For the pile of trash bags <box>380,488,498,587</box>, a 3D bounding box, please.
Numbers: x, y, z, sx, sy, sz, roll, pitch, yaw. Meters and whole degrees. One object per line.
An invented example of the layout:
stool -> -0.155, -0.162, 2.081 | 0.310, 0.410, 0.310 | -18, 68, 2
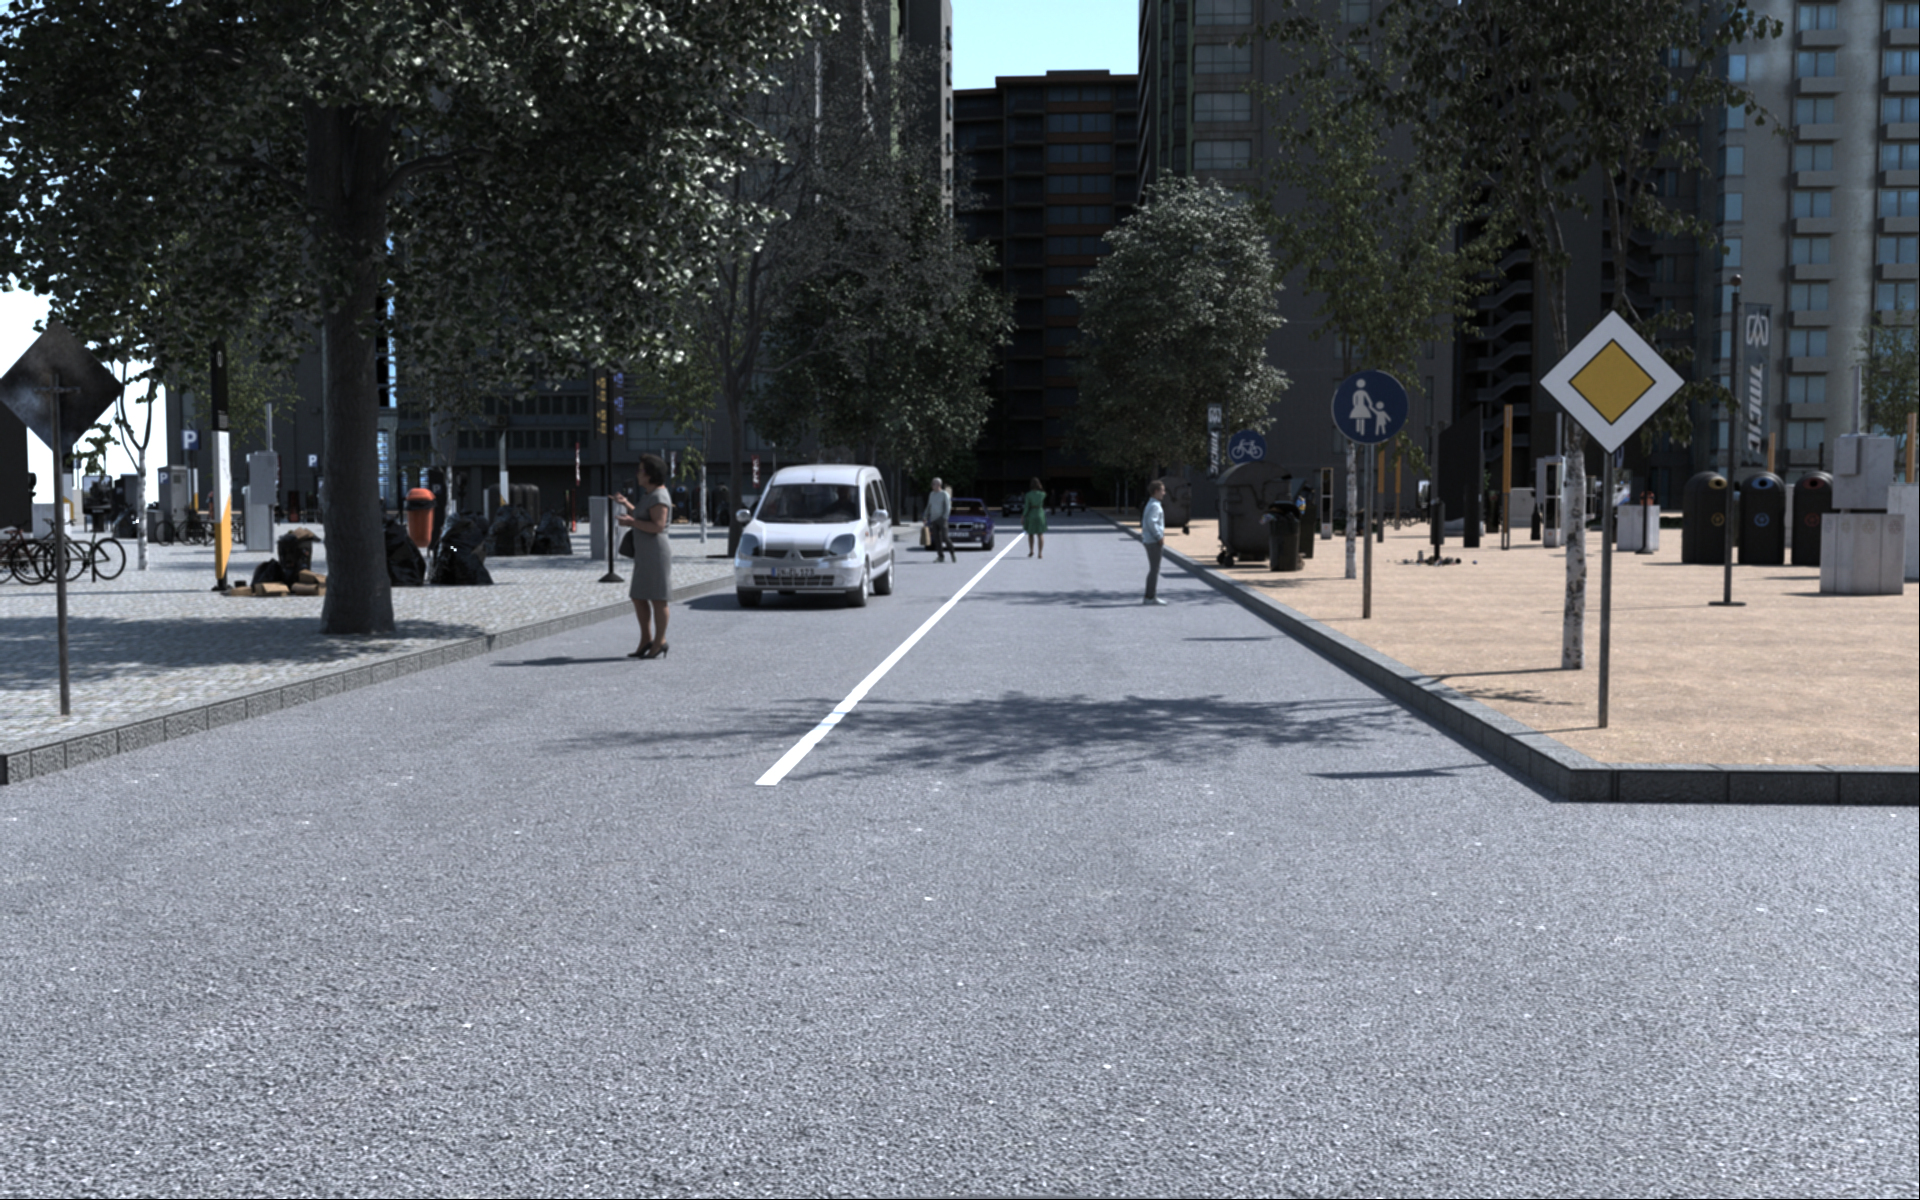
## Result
pile of trash bags -> -7.975, -0.968, 25.582 | 1.912, 1.369, 3.447 | -1, 4, -19

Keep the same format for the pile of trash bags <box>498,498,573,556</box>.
pile of trash bags -> -9.929, -1.611, 36.095 | 1.912, 1.369, 3.447 | 3, 5, 43

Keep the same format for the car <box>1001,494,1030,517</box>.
car -> 3.588, -6.051, 108.726 | 2.009, 1.686, 4.222 | 0, 4, 5

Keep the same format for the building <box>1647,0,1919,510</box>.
building -> 71.880, -31.912, 141.366 | 30.456, 49.044, 23.786 | 0, 4, 3

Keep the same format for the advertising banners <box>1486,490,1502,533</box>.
advertising banners -> 16.691, -3.682, 56.396 | 2.074, 3.025, 0.090 | -1, 4, -11

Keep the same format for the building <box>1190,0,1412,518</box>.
building -> 20.497, -26.248, 112.746 | 14.154, 41.232, 14.086 | 0, 4, 3

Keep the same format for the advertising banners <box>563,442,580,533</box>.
advertising banners -> -12.876, -3.753, 57.548 | 0.090, 3.025, 2.074 | 0, 4, 2

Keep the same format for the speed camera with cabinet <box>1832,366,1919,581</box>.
speed camera with cabinet -> 14.241, -1.951, 26.238 | 0.660, 3.252, 2.038 | -1, 4, -18

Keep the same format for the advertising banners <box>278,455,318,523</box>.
advertising banners -> -29.998, -5.004, 78.009 | 2.074, 3.025, 0.090 | -1, 4, -13

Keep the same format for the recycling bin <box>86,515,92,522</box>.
recycling bin -> -40.613, -4.187, 81.017 | 0.722, 1.027, 0.722 | -1, 4, -15

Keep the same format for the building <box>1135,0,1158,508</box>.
building -> 25.906, -31.851, 144.468 | 21.300, 48.544, 21.600 | 0, 4, 3

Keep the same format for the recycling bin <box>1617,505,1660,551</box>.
recycling bin -> 15.291, -1.620, 39.043 | 0.722, 1.027, 0.722 | 3, 5, 41

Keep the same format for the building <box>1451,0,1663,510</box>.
building -> 49.903, -30.452, 147.996 | 14.200, 45.320, 14.600 | 0, 4, 3

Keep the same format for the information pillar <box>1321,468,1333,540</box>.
information pillar -> 10.368, -2.719, 48.951 | 0.304, 2.012, 0.304 | 1, 4, 17

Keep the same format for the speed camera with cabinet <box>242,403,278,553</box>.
speed camera with cabinet -> -15.543, -2.694, 38.377 | 0.660, 3.252, 2.038 | -2, 4, -26

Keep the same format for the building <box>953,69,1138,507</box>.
building -> 11.576, -32.248, 181.871 | 28.867, 44.769, 22.147 | 0, 4, 3

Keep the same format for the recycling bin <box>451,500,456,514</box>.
recycling bin -> -22.027, -3.778, 74.329 | 0.722, 1.027, 0.722 | -1, 4, -18

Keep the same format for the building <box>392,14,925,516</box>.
building -> -18.921, -25.681, 111.764 | 32.217, 40.220, 23.993 | 0, 4, 3

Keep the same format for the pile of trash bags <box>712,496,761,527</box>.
pile of trash bags -> -8.261, -3.579, 68.263 | 1.912, 1.369, 3.447 | -3, 5, -39

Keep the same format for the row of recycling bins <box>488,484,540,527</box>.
row of recycling bins -> -17.712, -3.785, 69.003 | 1.069, 1.692, 3.534 | 1, 4, 11

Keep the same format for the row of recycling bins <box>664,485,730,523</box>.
row of recycling bins -> -12.008, -4.272, 76.955 | 3.534, 1.692, 1.069 | -1, 4, -13

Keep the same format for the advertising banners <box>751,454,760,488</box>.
advertising banners -> -8.479, -4.935, 76.876 | 0.090, 3.025, 2.074 | 3, 5, 43

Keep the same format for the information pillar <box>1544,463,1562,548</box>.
information pillar -> 14.130, -2.250, 41.273 | 0.304, 2.012, 0.304 | 3, 4, 39

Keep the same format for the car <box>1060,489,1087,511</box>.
car -> 9.450, -8.315, 144.626 | 2.281, 1.827, 5.304 | 0, 4, 4

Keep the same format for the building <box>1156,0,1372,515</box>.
building -> 21.334, -27.106, 126.780 | 14.154, 41.232, 14.086 | 0, 4, 3

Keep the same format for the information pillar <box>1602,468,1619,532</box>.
information pillar -> 18.523, -2.741, 49.307 | 0.304, 2.012, 0.304 | -1, 4, -12

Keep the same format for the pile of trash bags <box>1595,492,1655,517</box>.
pile of trash bags -> 28.549, -4.013, 75.369 | 3.447, 1.369, 1.912 | 0, 4, -8

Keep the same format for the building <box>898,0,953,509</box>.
building -> -11.769, -32.059, 147.858 | 21.600, 48.544, 21.300 | 0, 4, 3

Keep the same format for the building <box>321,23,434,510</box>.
building -> -38.094, -51.033, 147.059 | 31.000, 86.520, 22.319 | 0, 4, 3

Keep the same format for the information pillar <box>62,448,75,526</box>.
information pillar -> -36.265, -4.828, 70.289 | 0.504, 3.616, 0.183 | -2, 4, -31

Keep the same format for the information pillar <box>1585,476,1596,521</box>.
information pillar -> 25.996, -4.094, 71.426 | 0.304, 2.012, 0.304 | -3, 5, -43

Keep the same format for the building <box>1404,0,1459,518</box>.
building -> 19.837, -25.389, 98.701 | 14.154, 41.232, 14.086 | 0, 4, 3

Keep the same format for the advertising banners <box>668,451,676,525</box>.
advertising banners -> -12.139, -4.601, 71.418 | 0.090, 3.025, 2.074 | -2, 4, -35

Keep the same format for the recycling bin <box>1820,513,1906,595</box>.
recycling bin -> 11.605, -0.595, 22.280 | 0.722, 1.027, 0.722 | 0, 4, -8

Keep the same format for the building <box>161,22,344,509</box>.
building -> -60.759, -28.761, 153.843 | 14.086, 41.232, 14.154 | 0, 4, 3

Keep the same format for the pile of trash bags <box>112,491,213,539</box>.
pile of trash bags -> -23.135, -2.538, 51.250 | 1.912, 1.369, 3.447 | 2, 4, 27

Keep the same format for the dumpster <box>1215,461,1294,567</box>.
dumpster -> 5.252, -1.537, 30.889 | 1.264, 1.857, 1.865 | 0, 4, 3

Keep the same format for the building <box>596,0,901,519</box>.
building -> -10.844, -24.992, 92.211 | 14.154, 41.232, 14.086 | 0, 4, 3

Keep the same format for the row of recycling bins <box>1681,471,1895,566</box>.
row of recycling bins -> 15.026, -1.490, 31.467 | 3.534, 1.692, 1.069 | 2, 4, 26

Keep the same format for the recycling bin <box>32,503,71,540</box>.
recycling bin -> -25.549, -2.211, 48.707 | 0.722, 1.027, 0.722 | 0, 4, 6

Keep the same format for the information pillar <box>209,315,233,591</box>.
information pillar -> -9.803, -1.933, 22.966 | 0.183, 3.616, 0.504 | 0, 4, -8

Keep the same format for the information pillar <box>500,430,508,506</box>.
information pillar -> -16.683, -4.406, 63.396 | 0.183, 3.616, 0.504 | -3, 5, -41

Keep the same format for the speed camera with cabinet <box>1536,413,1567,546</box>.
speed camera with cabinet -> 14.725, -2.967, 42.852 | 0.660, 3.252, 2.038 | 2, 4, 29

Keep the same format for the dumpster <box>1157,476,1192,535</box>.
dumpster -> 6.722, -3.011, 54.989 | 1.264, 1.857, 1.865 | 0, 4, 4

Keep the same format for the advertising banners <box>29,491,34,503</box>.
advertising banners -> -38.853, -4.545, 70.499 | 0.090, 3.025, 2.074 | 3, 5, 43

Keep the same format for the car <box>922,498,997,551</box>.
car -> 0.008, -1.990, 45.121 | 1.945, 1.354, 3.894 | 0, 4, 2

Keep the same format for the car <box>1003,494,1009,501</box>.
car -> 4.075, -7.167, 127.398 | 2.015, 1.641, 3.980 | 0, 4, 2

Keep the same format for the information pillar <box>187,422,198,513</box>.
information pillar -> -24.990, -3.978, 56.392 | 0.504, 3.616, 0.183 | 3, 5, 41

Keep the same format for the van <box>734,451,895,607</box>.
van -> -1.896, -0.999, 23.346 | 2.013, 2.044, 4.112 | 0, 4, 5
